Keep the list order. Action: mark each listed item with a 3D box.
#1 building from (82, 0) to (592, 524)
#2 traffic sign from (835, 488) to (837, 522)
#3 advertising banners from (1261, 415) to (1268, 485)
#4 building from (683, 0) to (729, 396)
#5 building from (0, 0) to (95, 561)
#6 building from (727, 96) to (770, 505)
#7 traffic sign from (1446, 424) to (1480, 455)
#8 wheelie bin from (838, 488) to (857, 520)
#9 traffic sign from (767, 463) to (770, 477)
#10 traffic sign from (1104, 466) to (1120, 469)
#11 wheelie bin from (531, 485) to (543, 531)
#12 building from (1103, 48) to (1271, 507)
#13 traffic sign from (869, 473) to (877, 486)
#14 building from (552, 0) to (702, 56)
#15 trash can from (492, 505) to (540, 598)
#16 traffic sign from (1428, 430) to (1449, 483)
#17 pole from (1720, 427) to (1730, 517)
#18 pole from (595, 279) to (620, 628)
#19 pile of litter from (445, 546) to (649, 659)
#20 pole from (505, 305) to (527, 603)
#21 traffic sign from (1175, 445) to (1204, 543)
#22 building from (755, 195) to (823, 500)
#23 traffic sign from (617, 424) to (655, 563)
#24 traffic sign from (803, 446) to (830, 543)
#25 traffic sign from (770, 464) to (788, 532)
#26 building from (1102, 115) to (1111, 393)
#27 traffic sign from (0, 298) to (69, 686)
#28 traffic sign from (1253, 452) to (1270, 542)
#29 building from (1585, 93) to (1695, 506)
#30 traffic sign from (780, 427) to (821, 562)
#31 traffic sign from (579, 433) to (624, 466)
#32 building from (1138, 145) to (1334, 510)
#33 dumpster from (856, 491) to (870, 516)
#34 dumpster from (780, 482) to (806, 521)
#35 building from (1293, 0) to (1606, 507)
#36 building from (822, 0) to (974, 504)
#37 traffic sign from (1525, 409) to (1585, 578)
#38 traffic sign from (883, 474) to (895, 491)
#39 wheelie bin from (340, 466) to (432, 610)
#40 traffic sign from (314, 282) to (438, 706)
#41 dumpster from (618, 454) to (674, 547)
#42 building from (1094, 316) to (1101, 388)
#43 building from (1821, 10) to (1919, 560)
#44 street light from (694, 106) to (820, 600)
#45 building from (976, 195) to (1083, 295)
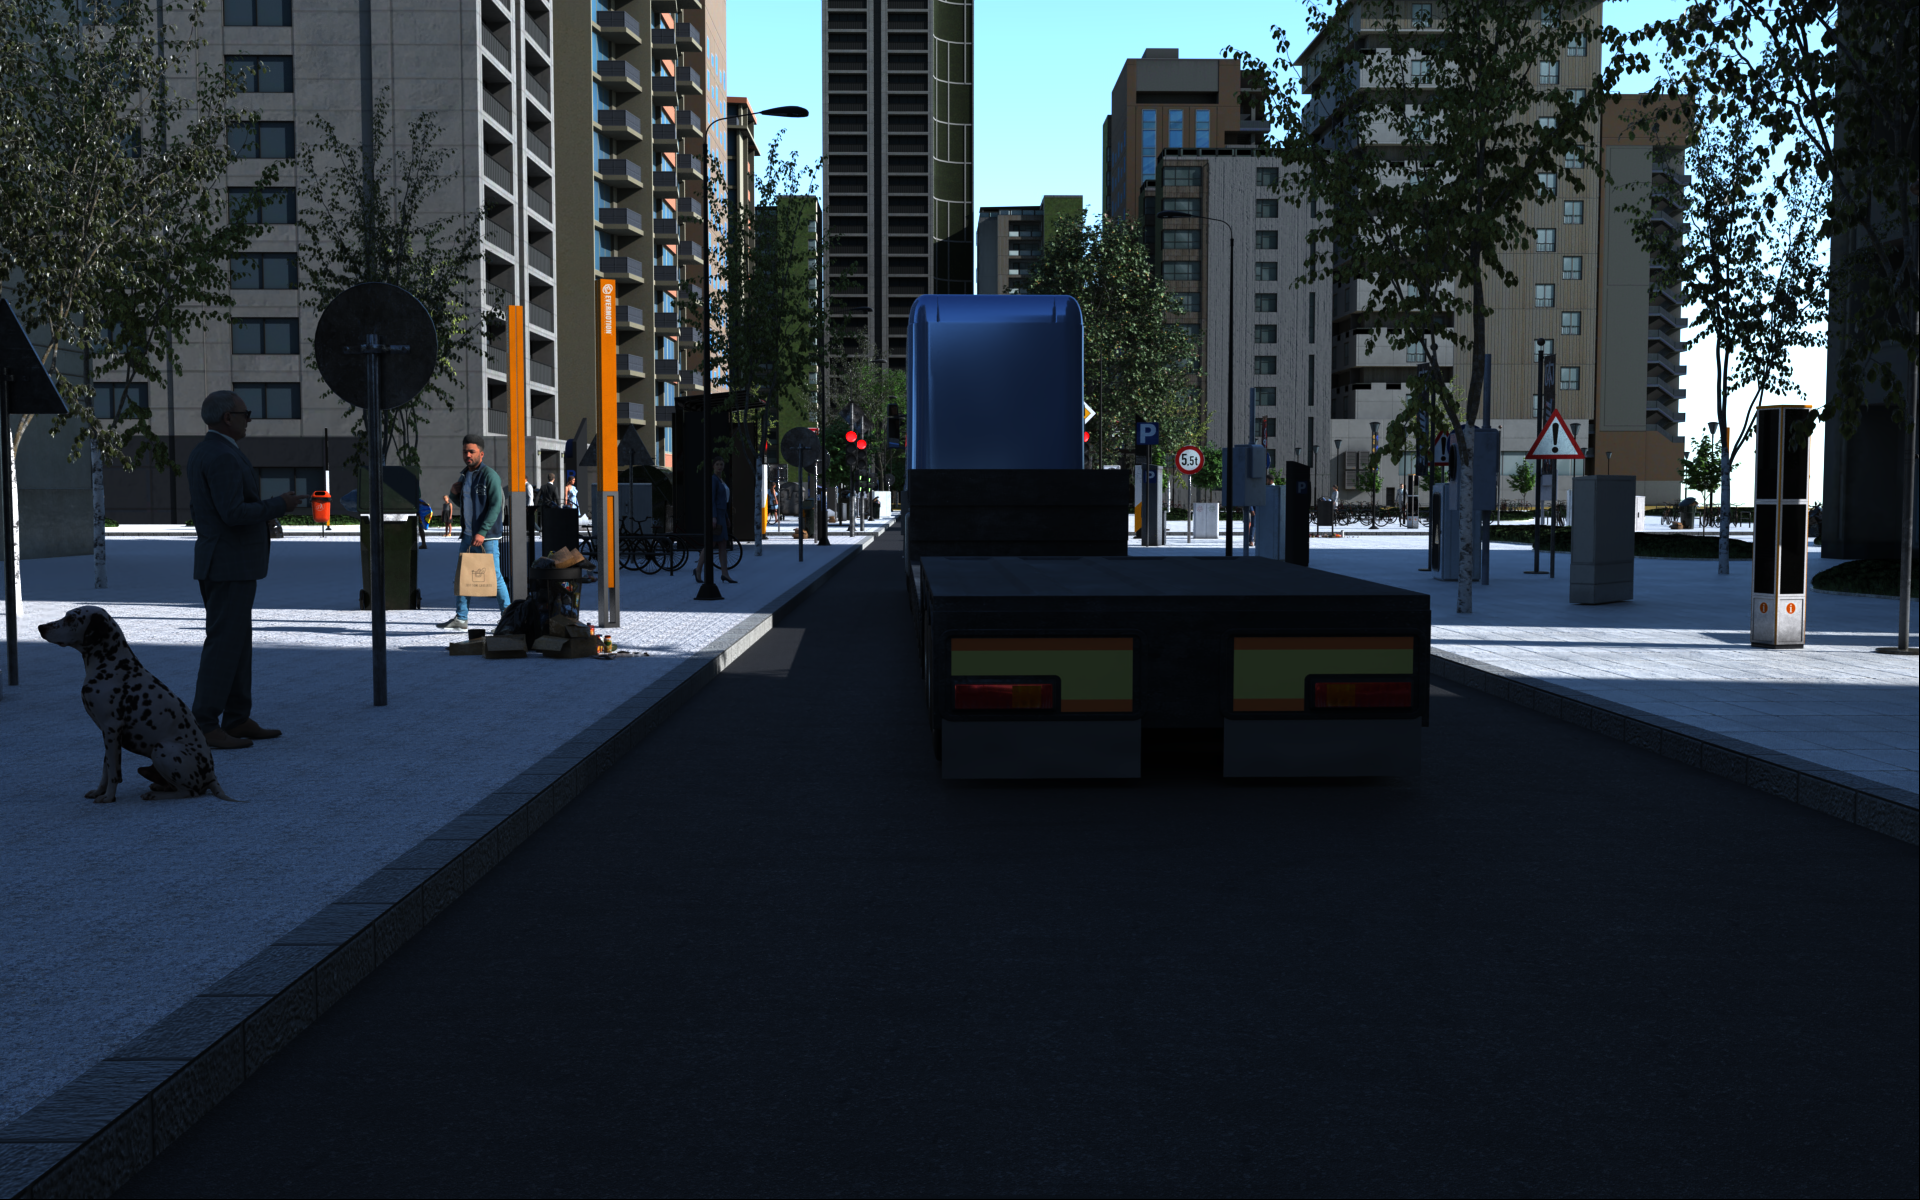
[{"bbox_3d":[-28.254,-39.320,81.139,20.563,71.187,20.611,0,4,-1],"label":"building"},{"bbox_3d":[-5.648,-4.803,78.631,0.768,2.556,0.104,0,4,4],"label":"traffic sign"},{"bbox_3d":[6.834,-2.557,37.991,0.090,3.025,2.074,0,4,-1],"label":"advertising banners"},{"bbox_3d":[-26.612,-30.021,140.954,14.600,45.320,14.200,0,4,-1],"label":"building"},{"bbox_3d":[-32.450,-11.957,28.780,30.059,22.955,16.112,0,4,-1],"label":"building"},{"bbox_3d":[-34.767,-32.476,185.612,28.867,44.769,22.147,0,4,-1],"label":"building"},{"bbox_3d":[9.226,-1.926,31.589,0.768,2.556,0.104,0,4,2],"label":"traffic sign"},{"bbox_3d":[-5.480,-4.711,84.939,0.980,1.594,0.693,2,4,31],"label":"wheelie bin"},{"bbox_3d":[-7.395,-3.910,64.033,0.768,2.556,0.104,0,4,6],"label":"traffic sign"},{"bbox_3d":[5.455,-3.683,62.349,0.606,2.300,0.079,0,4,6],"label":"traffic sign"},{"bbox_3d":[-14.956,-3.222,60.589,0.693,1.594,0.980,1,4,12],"label":"wheelie bin"},{"bbox_3d":[22.916,-32.151,175.775,14.600,45.320,14.200,0,4,-1],"label":"building"},{"bbox_3d":[-4.410,-5.113,85.722,0.606,2.300,0.079,0,4,3],"label":"traffic sign"},{"bbox_3d":[-29.311,-28.252,116.540,22.147,44.769,28.867,0,4,-1],"label":"building"},{"bbox_3d":[-5.620,-0.611,21.636,0.748,1.137,0.748,0,3,0],"label":"trash can"},{"bbox_3d":[9.163,-2.012,32.896,0.884,2.594,0.081,0,4,4],"label":"traffic sign"},{"bbox_3d":[23.363,-3.612,52.897,0.158,3.312,0.155,0,3,0],"label":"pole"},{"bbox_3d":[-3.378,-1.390,16.574,0.158,3.312,0.155,0,3,0],"label":"pole"},{"bbox_3d":[-3.330,0.007,13.850,1.719,0.858,1.176,2,4,35],"label":"pile of litter"},{"bbox_3d":[-4.833,-1.530,18.867,0.158,3.312,0.155,0,3,0],"label":"pole"},{"bbox_3d":[5.985,-2.758,45.203,0.768,2.556,0.104,0,4,6],"label":"traffic sign"},{"bbox_3d":[-26.182,-33.970,239.005,14.086,41.232,14.154,0,4,-1],"label":"building"},{"bbox_3d":[-6.062,-1.954,31.951,0.884,2.594,0.081,0,4,8],"label":"traffic sign"},{"bbox_3d":[-3.763,-2.754,45.130,0.768,2.556,0.104,0,4,1],"label":"traffic sign"},{"bbox_3d":[-6.148,-3.464,58.763,0.606,2.300,0.079,0,4,2],"label":"traffic sign"},{"bbox_3d":[22.389,-30.976,190.057,14.154,41.232,14.086,0,4,-1],"label":"building"},{"bbox_3d":[-6.355,-0.706,11.551,0.884,2.594,0.081,0,4,8],"label":"traffic sign"},{"bbox_3d":[7.899,-2.826,46.305,0.768,2.556,0.104,0,4,3],"label":"traffic sign"},{"bbox_3d":[70.195,-33.065,190.725,14.200,45.320,14.600,0,4,-1],"label":"building"},{"bbox_3d":[-3.026,-2.003,32.861,0.768,2.556,0.104,0,4,3],"label":"traffic sign"},{"bbox_3d":[-6.857,-2.026,33.129,0.884,2.594,0.081,0,4,5],"label":"traffic sign"},{"bbox_3d":[23.285,-22.978,147.397,14.160,30.474,14.107,0,4,-1],"label":"building"},{"bbox_3d":[-5.781,-5.713,99.162,1.264,1.857,1.865,0,4,-1],"label":"dumpster"},{"bbox_3d":[-8.173,-4.786,84.017,1.264,1.857,1.865,0,4,-1],"label":"dumpster"},{"bbox_3d":[49.477,-36.334,183.294,27.495,52.752,28.713,0,4,-1],"label":"building"},{"bbox_3d":[-8.345,-49.138,241.658,20.611,71.187,20.563,0,4,-1],"label":"building"},{"bbox_3d":[9.068,-1.617,26.449,0.884,2.594,0.081,1,4,8],"label":"traffic sign"},{"bbox_3d":[-4.440,-6.595,107.939,0.768,2.556,0.104,1,4,9],"label":"traffic sign"},{"bbox_3d":[-6.389,-0.698,19.320,0.980,1.594,0.693,-1,4,-15],"label":"wheelie bin"},{"bbox_3d":[-3.520,-0.632,10.440,0.768,2.556,0.104,0,4,5],"label":"traffic sign"},{"bbox_3d":[-7.603,-2.428,42.187,1.502,2.255,1.985,0,4,-1],"label":"dumpster"},{"bbox_3d":[23.820,-28.589,239.124,14.107,30.474,14.160,0,4,-1],"label":"building"},{"bbox_3d":[28.119,-24.422,22.995,21.300,48.544,21.600,0,4,-1],"label":"building"},{"bbox_3d":[-2.510,-2.956,20.879,1.470,5.913,1.316,0,4,-1],"label":"street light"},{"bbox_3d":[9.402,-33.966,238.944,14.086,41.232,14.154,0,4,-1],"label":"building"}]
